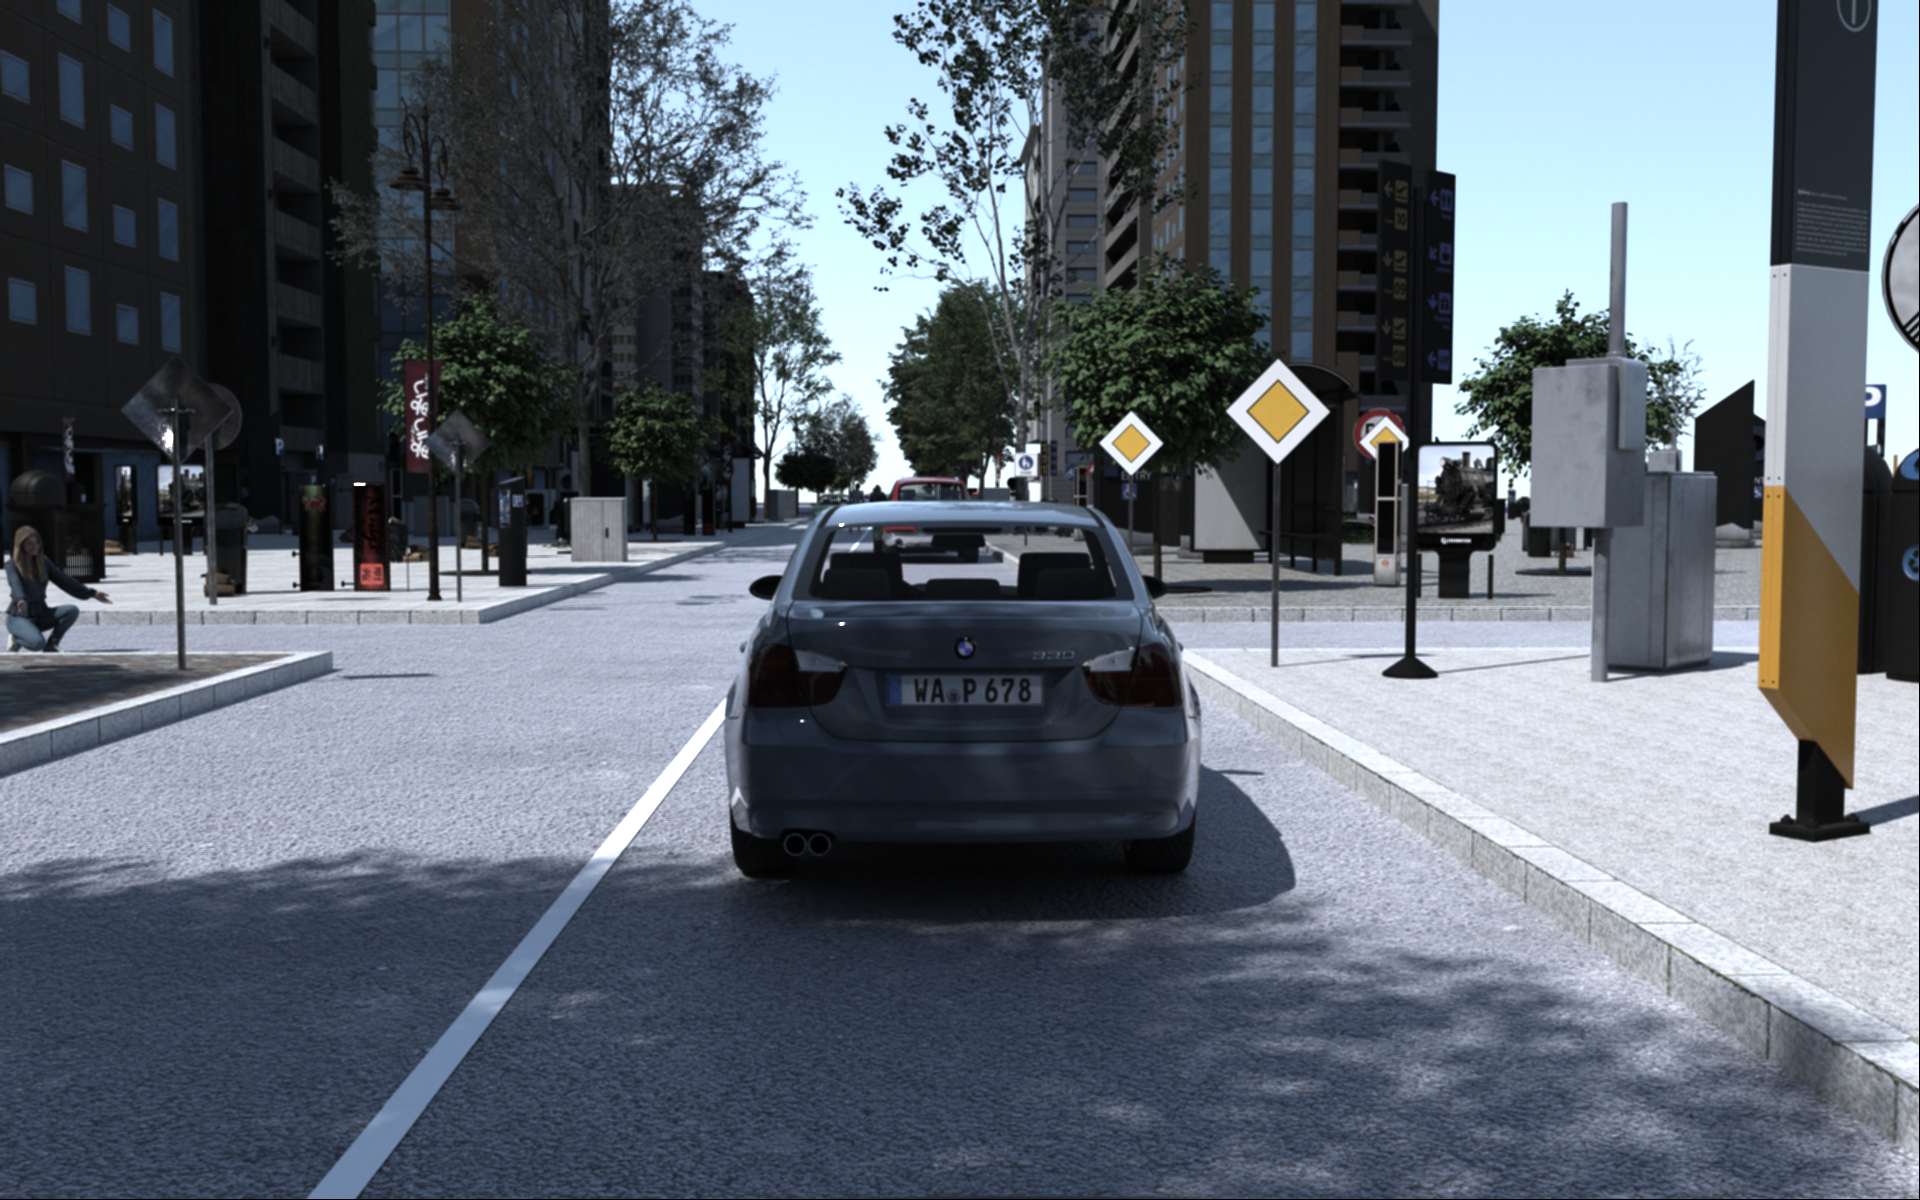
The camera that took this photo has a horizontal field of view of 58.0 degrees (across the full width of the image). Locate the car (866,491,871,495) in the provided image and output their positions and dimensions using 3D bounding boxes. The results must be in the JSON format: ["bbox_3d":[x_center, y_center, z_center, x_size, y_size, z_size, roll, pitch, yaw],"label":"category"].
[{"bbox_3d":[-11.340,-12.883,219.438,1.959,1.807,4.718,0,4,-3],"label":"car"}]

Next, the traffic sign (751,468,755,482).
[{"bbox_3d":[-9.774,-4.851,79.416,0.768,2.556,0.104,0,4,7],"label":"traffic sign"}]

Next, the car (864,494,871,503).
[{"bbox_3d":[-9.788,-10.920,190.538,2.014,1.417,4.499,0,4,-2],"label":"car"}]

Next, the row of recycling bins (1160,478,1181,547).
[{"bbox_3d":[5.737,-2.136,42.030,1.069,1.692,3.534,-2,4,-26],"label":"row of recycling bins"}]

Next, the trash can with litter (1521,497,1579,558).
[{"bbox_3d":[12.036,-1.457,35.207,1.055,1.170,0.624,1,4,15],"label":"trash can with litter"}]

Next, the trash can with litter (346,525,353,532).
[{"bbox_3d":[-18.912,-2.665,54.954,1.055,1.170,0.624,-3,4,-39],"label":"trash can with litter"}]

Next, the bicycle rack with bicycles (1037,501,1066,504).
[{"bbox_3d":[3.493,-4.394,85.216,2.925,0.926,2.852,-1,4,-17],"label":"bicycle rack with bicycles"}]

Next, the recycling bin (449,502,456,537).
[{"bbox_3d":[-15.353,-2.456,52.707,0.722,1.027,0.722,2,4,30],"label":"recycling bin"}]

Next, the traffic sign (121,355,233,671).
[{"bbox_3d":[-5.655,-0.544,12.536,0.795,2.450,0.064,0,4,-2],"label":"traffic sign"}]

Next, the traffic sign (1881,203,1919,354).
[{"bbox_3d":[4.153,-0.432,7.173,0.768,2.556,0.104,0,4,0],"label":"traffic sign"}]

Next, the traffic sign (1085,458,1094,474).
[{"bbox_3d":[3.789,-2.845,46.514,0.884,2.594,0.081,0,4,3],"label":"traffic sign"}]

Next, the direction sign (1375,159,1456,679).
[{"bbox_3d":[3.169,-1.229,12.093,0.876,3.537,0.379,-3,5,-41],"label":"direction sign"}]

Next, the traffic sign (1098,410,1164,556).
[{"bbox_3d":[2.046,-1.048,20.783,0.795,2.450,0.064,0,4,-2],"label":"traffic sign"}]

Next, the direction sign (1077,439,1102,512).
[{"bbox_3d":[2.517,-2.388,31.038,0.876,3.537,0.379,1,4,18],"label":"direction sign"}]

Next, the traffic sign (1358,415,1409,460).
[{"bbox_3d":[6.243,-1.485,25.465,0.795,2.450,0.064,0,4,3],"label":"traffic sign"}]

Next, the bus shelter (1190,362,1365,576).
[{"bbox_3d":[5.123,-2.172,29.436,2.014,3.302,5.546,0,4,-2],"label":"bus shelter"}]

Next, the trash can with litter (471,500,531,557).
[{"bbox_3d":[-9.267,-1.459,35.242,1.055,1.170,0.624,1,4,22],"label":"trash can with litter"}]

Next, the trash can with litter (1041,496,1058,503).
[{"bbox_3d":[2.372,-2.620,53.893,2.233,1.210,1.678,0,4,-3],"label":"trash can with litter"}]

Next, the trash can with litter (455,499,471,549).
[{"bbox_3d":[-11.441,-1.789,40.630,0.624,1.170,1.055,-2,4,-32],"label":"trash can with litter"}]

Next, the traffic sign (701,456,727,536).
[{"bbox_3d":[-7.465,-3.141,52.538,0.795,2.450,0.064,0,4,1],"label":"traffic sign"}]

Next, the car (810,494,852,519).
[{"bbox_3d":[-5.442,-3.886,75.337,2.131,1.459,4.920,0,4,-3],"label":"car"}]

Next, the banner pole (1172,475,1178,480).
[{"bbox_3d":[10.424,-5.721,83.557,0.401,3.779,0.863,-3,5,-41],"label":"banner pole"}]

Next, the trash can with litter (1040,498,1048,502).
[{"bbox_3d":[2.498,-2.851,57.993,1.055,1.170,0.624,0,4,3],"label":"trash can with litter"}]

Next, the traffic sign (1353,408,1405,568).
[{"bbox_3d":[6.242,-1.576,25.879,0.768,2.556,0.104,0,4,2],"label":"traffic sign"}]

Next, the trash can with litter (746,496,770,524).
[{"bbox_3d":[-9.132,-3.952,75.677,1.678,1.210,2.233,0,4,-4],"label":"trash can with litter"}]

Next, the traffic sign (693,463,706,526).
[{"bbox_3d":[-10.732,-4.308,70.541,0.768,2.556,0.104,0,4,3],"label":"traffic sign"}]

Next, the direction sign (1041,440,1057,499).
[{"bbox_3d":[3.764,-4.985,73.497,0.876,3.537,0.379,3,5,43],"label":"direction sign"}]

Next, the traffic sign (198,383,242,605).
[{"bbox_3d":[-8.652,-1.216,19.991,0.768,2.556,0.104,0,4,8],"label":"traffic sign"}]

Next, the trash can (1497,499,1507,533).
[{"bbox_3d":[16.834,-2.620,54.488,0.748,1.137,0.748,0,3,0],"label":"trash can"}]

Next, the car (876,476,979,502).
[{"bbox_3d":[-0.684,-1.778,37.742,2.281,1.827,5.304,0,4,-3],"label":"car"}]

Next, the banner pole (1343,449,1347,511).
[{"bbox_3d":[21.162,-6.453,95.527,0.401,3.779,0.863,3,5,43],"label":"banner pole"}]

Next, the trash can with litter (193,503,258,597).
[{"bbox_3d":[-9.279,-0.647,21.972,0.624,1.170,1.055,-1,4,-17],"label":"trash can with litter"}]

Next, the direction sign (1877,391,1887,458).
[{"bbox_3d":[19.970,-2.789,37.604,0.379,3.537,0.876,1,4,19],"label":"direction sign"}]

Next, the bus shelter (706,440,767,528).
[{"bbox_3d":[-8.673,-4.482,67.209,2.014,3.302,5.546,0,4,-2],"label":"bus shelter"}]

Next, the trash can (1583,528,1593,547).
[{"bbox_3d":[15.438,-1.854,41.962,0.748,1.137,0.748,0,3,0],"label":"trash can"}]

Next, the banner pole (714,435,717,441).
[{"bbox_3d":[-10.206,-5.128,73.859,0.863,3.779,0.401,1,4,17],"label":"banner pole"}]

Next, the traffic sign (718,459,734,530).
[{"bbox_3d":[-8.399,-3.753,61.470,0.768,2.556,0.104,0,4,-2],"label":"traffic sign"}]

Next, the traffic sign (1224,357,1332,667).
[{"bbox_3d":[2.334,-0.560,12.803,0.795,2.450,0.064,0,4,-2],"label":"traffic sign"}]

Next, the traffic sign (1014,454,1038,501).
[{"bbox_3d":[1.639,-2.503,43.046,0.606,2.300,0.079,0,4,4],"label":"traffic sign"}]

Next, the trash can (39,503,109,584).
[{"bbox_3d":[-12.667,-0.814,24.962,0.748,1.137,0.748,0,3,0],"label":"trash can"}]

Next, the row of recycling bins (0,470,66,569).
[{"bbox_3d":[-17.185,-1.365,29.437,3.534,1.692,1.069,-2,4,-28],"label":"row of recycling bins"}]

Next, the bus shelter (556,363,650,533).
[{"bbox_3d":[-11.483,-4.786,55.886,2.179,5.291,8.768,0,4,-2],"label":"bus shelter"}]

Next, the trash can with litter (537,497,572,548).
[{"bbox_3d":[-9.672,-1.900,42.125,1.678,1.210,2.233,0,4,0],"label":"trash can with litter"}]

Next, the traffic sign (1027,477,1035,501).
[{"bbox_3d":[2.826,-4.427,72.495,0.768,2.556,0.104,0,4,1],"label":"traffic sign"}]

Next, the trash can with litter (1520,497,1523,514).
[{"bbox_3d":[25.213,-3.984,76.523,0.624,1.170,1.055,-1,4,-18],"label":"trash can with litter"}]

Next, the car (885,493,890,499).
[{"bbox_3d":[-1.294,-2.125,43.545,1.959,1.807,4.718,0,4,-3],"label":"car"}]

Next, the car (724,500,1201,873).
[{"bbox_3d":[-0.002,0.254,7.843,2.014,1.417,4.499,0,4,0],"label":"car"}]

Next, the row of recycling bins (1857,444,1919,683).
[{"bbox_3d":[6.954,-0.267,11.473,1.069,1.692,3.534,-1,4,-23],"label":"row of recycling bins"}]

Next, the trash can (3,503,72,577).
[{"bbox_3d":[-14.081,-0.895,26.285,0.748,1.137,0.748,0,3,0],"label":"trash can"}]

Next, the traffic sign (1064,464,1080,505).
[{"bbox_3d":[4.788,-4.477,73.307,0.768,2.556,0.104,0,4,4],"label":"traffic sign"}]

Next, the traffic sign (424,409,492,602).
[{"bbox_3d":[-5.944,-1.032,20.516,0.795,2.450,0.064,0,4,-2],"label":"traffic sign"}]
